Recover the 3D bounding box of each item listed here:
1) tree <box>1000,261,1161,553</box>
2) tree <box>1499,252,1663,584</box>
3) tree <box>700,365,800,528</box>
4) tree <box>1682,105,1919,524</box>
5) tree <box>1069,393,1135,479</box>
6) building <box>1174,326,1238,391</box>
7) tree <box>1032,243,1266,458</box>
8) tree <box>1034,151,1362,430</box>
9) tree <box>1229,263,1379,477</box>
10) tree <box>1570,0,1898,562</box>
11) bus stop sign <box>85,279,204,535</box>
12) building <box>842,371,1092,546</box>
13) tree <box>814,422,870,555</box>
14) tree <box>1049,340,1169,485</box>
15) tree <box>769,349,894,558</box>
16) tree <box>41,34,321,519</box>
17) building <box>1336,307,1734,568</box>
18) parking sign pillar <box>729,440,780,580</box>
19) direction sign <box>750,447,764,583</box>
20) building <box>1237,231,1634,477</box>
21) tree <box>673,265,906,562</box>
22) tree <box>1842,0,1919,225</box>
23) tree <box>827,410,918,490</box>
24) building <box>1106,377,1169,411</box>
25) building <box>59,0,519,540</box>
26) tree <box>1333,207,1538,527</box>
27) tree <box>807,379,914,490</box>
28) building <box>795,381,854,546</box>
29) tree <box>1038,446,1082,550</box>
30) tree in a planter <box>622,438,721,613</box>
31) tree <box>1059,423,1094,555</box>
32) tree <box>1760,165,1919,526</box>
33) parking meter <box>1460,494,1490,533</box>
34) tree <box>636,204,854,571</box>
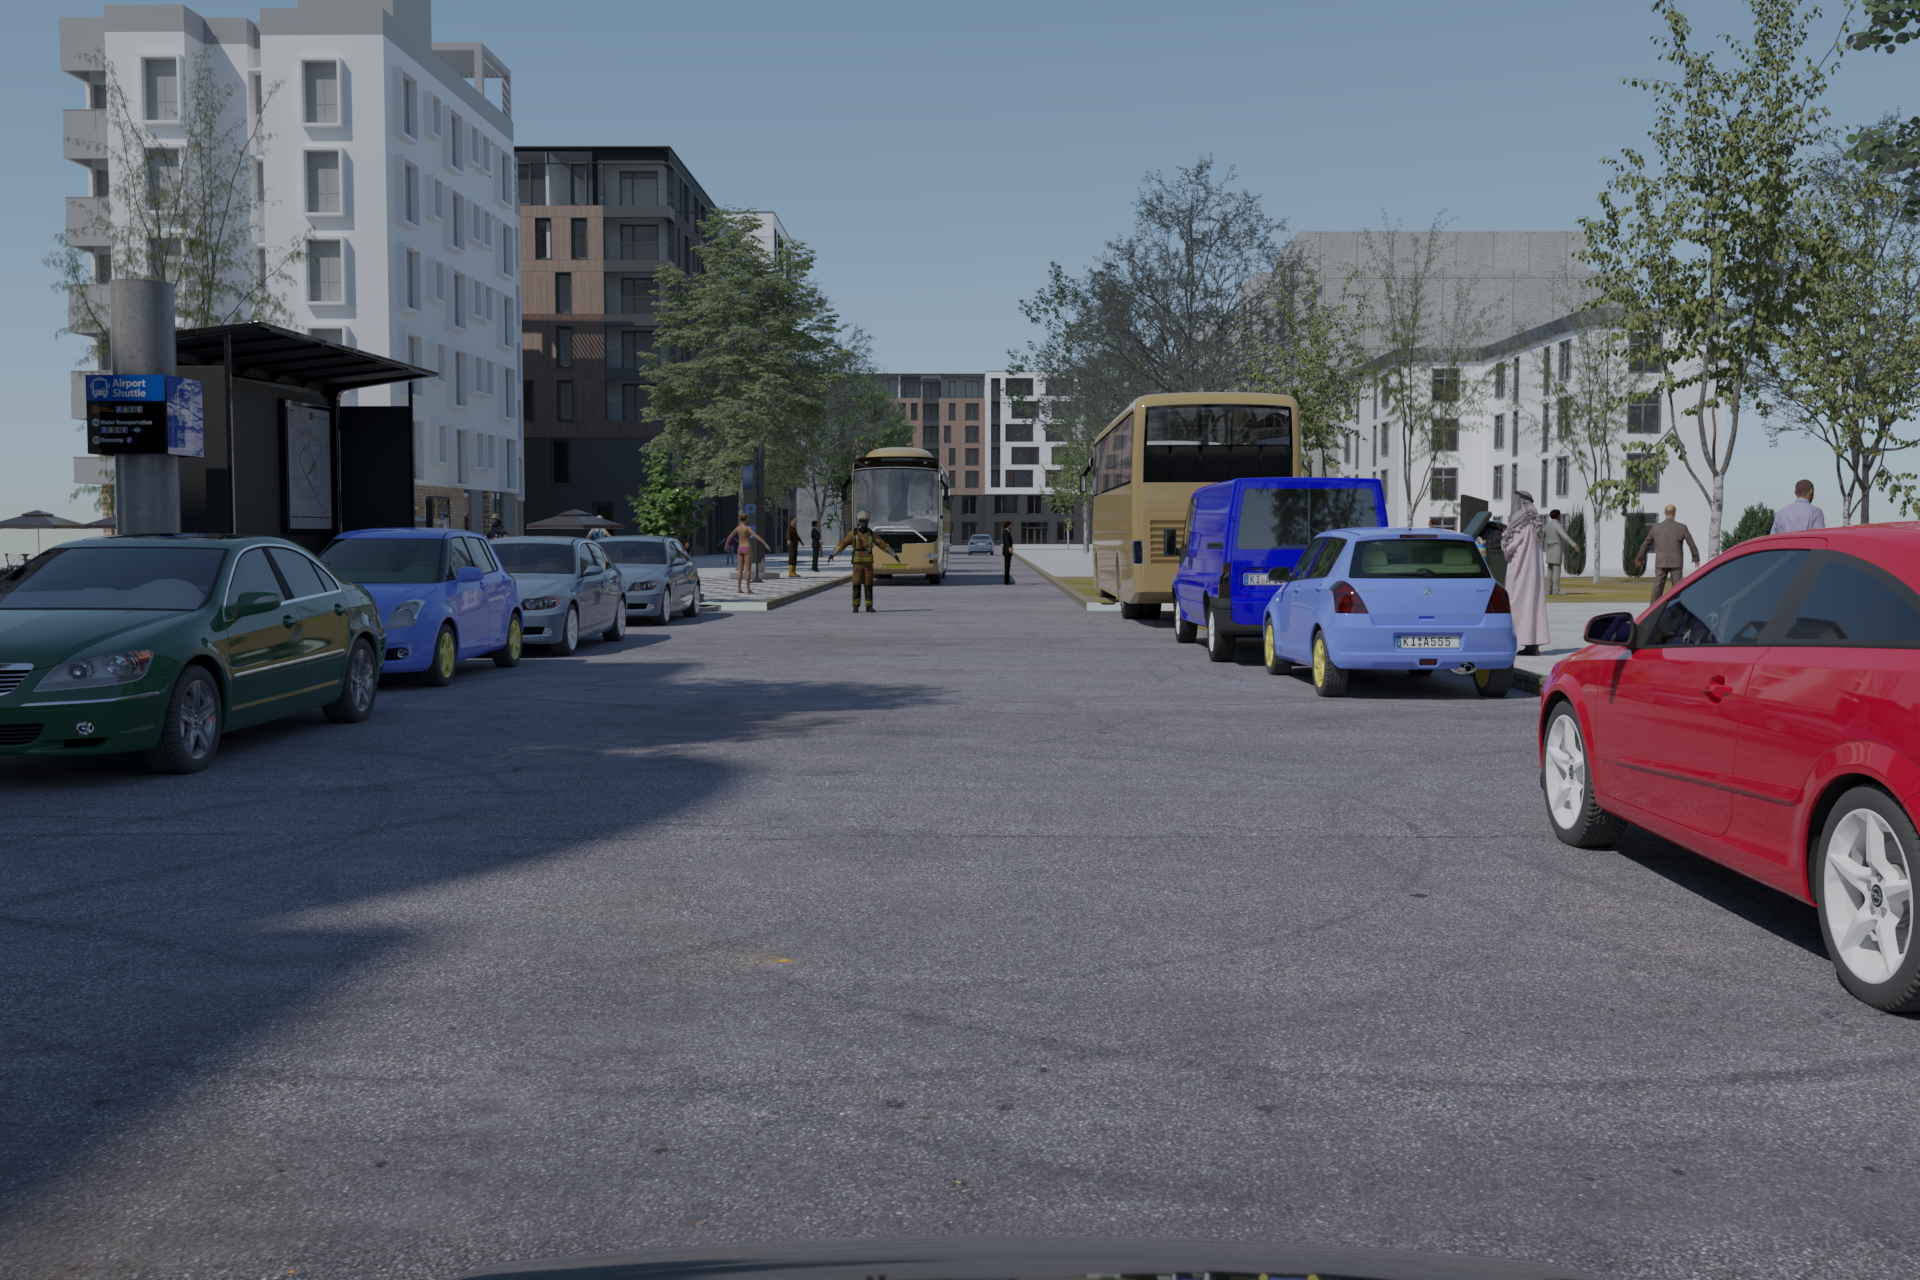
[{"bbox_3d":[8.551,-16.125,119.534,12.611,20.169,13.585,0,3,0],"label":"tree"},{"bbox_3d":[16.734,-5.767,44.654,4.360,8.622,3.978,0,3,0],"label":"tree"},{"bbox_3d":[-8.062,-7.299,69.699,4.360,8.622,3.978,0,3,0],"label":"tree"},{"bbox_3d":[26.612,-8.584,50.724,12.009,13.543,11.850,0,3,0],"label":"tree"},{"bbox_3d":[7.505,-8.193,84.320,4.360,8.622,3.978,0,3,0],"label":"tree"},{"bbox_3d":[28.724,-17.589,154.043,16.747,18.905,31.486,0,4,1],"label":"building"},{"bbox_3d":[8.207,-9.928,72.699,12.009,13.543,11.850,0,3,0],"label":"tree"},{"bbox_3d":[7.517,-8.946,56.636,12.009,13.543,11.850,0,3,0],"label":"tree"},{"bbox_3d":[9.327,-5.861,46.186,4.737,8.622,4.395,0,3,0],"label":"tree"},{"bbox_3d":[9.716,-4.390,22.135,4.737,8.622,4.395,0,3,0],"label":"tree"},{"bbox_3d":[-8.560,-1.788,18.243,0.837,3.901,0.837,0,4,1],"label":"bus stop sign"},{"bbox_3d":[0.848,-23.410,229.182,32.646,21.610,27.936,0,4,-1],"label":"building"},{"bbox_3d":[-7.377,-9.658,108.273,4.737,8.622,4.395,0,3,0],"label":"tree"},{"bbox_3d":[8.395,-10.102,90.918,9.928,11.665,9.643,0,3,0],"label":"tree"},{"bbox_3d":[-7.575,-10.298,94.119,9.928,11.665,9.643,0,3,0],"label":"tree"},{"bbox_3d":[-11.709,-4.605,25.650,4.360,8.622,3.978,0,3,0],"label":"tree"},{"bbox_3d":[24.278,-8.327,78.295,9.099,9.664,28.070,0,4,1],"label":"building"},{"bbox_3d":[-5.845,-3.713,49.182,1.447,3.967,1.447,0,4,2],"label":"parking sign pillar"},{"bbox_3d":[-5.338,-3.270,45.469,0.379,3.537,0.876,0,4,0],"label":"direction sign"},{"bbox_3d":[28.279,-14.884,109.804,16.747,18.905,31.486,0,4,1],"label":"building"},{"bbox_3d":[-7.679,-10.296,78.710,12.009,13.543,11.850,0,3,0],"label":"tree"},{"bbox_3d":[10.032,-6.376,10.899,9.857,13.997,8.962,0,3,0],"label":"tree"},{"bbox_3d":[-6.509,-12.735,133.972,9.928,11.665,9.643,0,3,0],"label":"tree"},{"bbox_3d":[25.925,-20.600,203.268,16.747,18.905,31.486,0,4,1],"label":"building"},{"bbox_3d":[-23.170,-12.298,57.485,16.016,20.090,11.380,0,4,1],"label":"building"},{"bbox_3d":[10.167,-5.461,39.656,4.360,8.622,3.978,0,3,0],"label":"tree"},{"bbox_3d":[-6.759,-11.751,117.890,9.928,11.665,9.643,0,3,0],"label":"tree"},{"bbox_3d":[-21.908,-22.316,195.799,19.493,23.208,18.063,0,4,0],"label":"building"},{"bbox_3d":[8.467,-11.525,138.790,4.737,8.622,4.395,0,3,0],"label":"tree"},{"bbox_3d":[-5.527,-2.143,32.268,1.991,3.239,1.994,0,4,1],"label":"tree in a planter"},{"bbox_3d":[7.740,-9.460,105.028,4.737,8.622,4.395,0,3,0],"label":"tree"},{"bbox_3d":[17.946,-5.158,34.693,4.737,8.622,4.395,0,3,0],"label":"tree"},{"bbox_3d":[7.600,-1.216,25.585,0.399,1.863,0.255,0,4,1],"label":"parking meter"},{"bbox_3d":[-7.605,-8.720,60.696,7.486,12.596,7.792,0,3,0],"label":"tree"}]
